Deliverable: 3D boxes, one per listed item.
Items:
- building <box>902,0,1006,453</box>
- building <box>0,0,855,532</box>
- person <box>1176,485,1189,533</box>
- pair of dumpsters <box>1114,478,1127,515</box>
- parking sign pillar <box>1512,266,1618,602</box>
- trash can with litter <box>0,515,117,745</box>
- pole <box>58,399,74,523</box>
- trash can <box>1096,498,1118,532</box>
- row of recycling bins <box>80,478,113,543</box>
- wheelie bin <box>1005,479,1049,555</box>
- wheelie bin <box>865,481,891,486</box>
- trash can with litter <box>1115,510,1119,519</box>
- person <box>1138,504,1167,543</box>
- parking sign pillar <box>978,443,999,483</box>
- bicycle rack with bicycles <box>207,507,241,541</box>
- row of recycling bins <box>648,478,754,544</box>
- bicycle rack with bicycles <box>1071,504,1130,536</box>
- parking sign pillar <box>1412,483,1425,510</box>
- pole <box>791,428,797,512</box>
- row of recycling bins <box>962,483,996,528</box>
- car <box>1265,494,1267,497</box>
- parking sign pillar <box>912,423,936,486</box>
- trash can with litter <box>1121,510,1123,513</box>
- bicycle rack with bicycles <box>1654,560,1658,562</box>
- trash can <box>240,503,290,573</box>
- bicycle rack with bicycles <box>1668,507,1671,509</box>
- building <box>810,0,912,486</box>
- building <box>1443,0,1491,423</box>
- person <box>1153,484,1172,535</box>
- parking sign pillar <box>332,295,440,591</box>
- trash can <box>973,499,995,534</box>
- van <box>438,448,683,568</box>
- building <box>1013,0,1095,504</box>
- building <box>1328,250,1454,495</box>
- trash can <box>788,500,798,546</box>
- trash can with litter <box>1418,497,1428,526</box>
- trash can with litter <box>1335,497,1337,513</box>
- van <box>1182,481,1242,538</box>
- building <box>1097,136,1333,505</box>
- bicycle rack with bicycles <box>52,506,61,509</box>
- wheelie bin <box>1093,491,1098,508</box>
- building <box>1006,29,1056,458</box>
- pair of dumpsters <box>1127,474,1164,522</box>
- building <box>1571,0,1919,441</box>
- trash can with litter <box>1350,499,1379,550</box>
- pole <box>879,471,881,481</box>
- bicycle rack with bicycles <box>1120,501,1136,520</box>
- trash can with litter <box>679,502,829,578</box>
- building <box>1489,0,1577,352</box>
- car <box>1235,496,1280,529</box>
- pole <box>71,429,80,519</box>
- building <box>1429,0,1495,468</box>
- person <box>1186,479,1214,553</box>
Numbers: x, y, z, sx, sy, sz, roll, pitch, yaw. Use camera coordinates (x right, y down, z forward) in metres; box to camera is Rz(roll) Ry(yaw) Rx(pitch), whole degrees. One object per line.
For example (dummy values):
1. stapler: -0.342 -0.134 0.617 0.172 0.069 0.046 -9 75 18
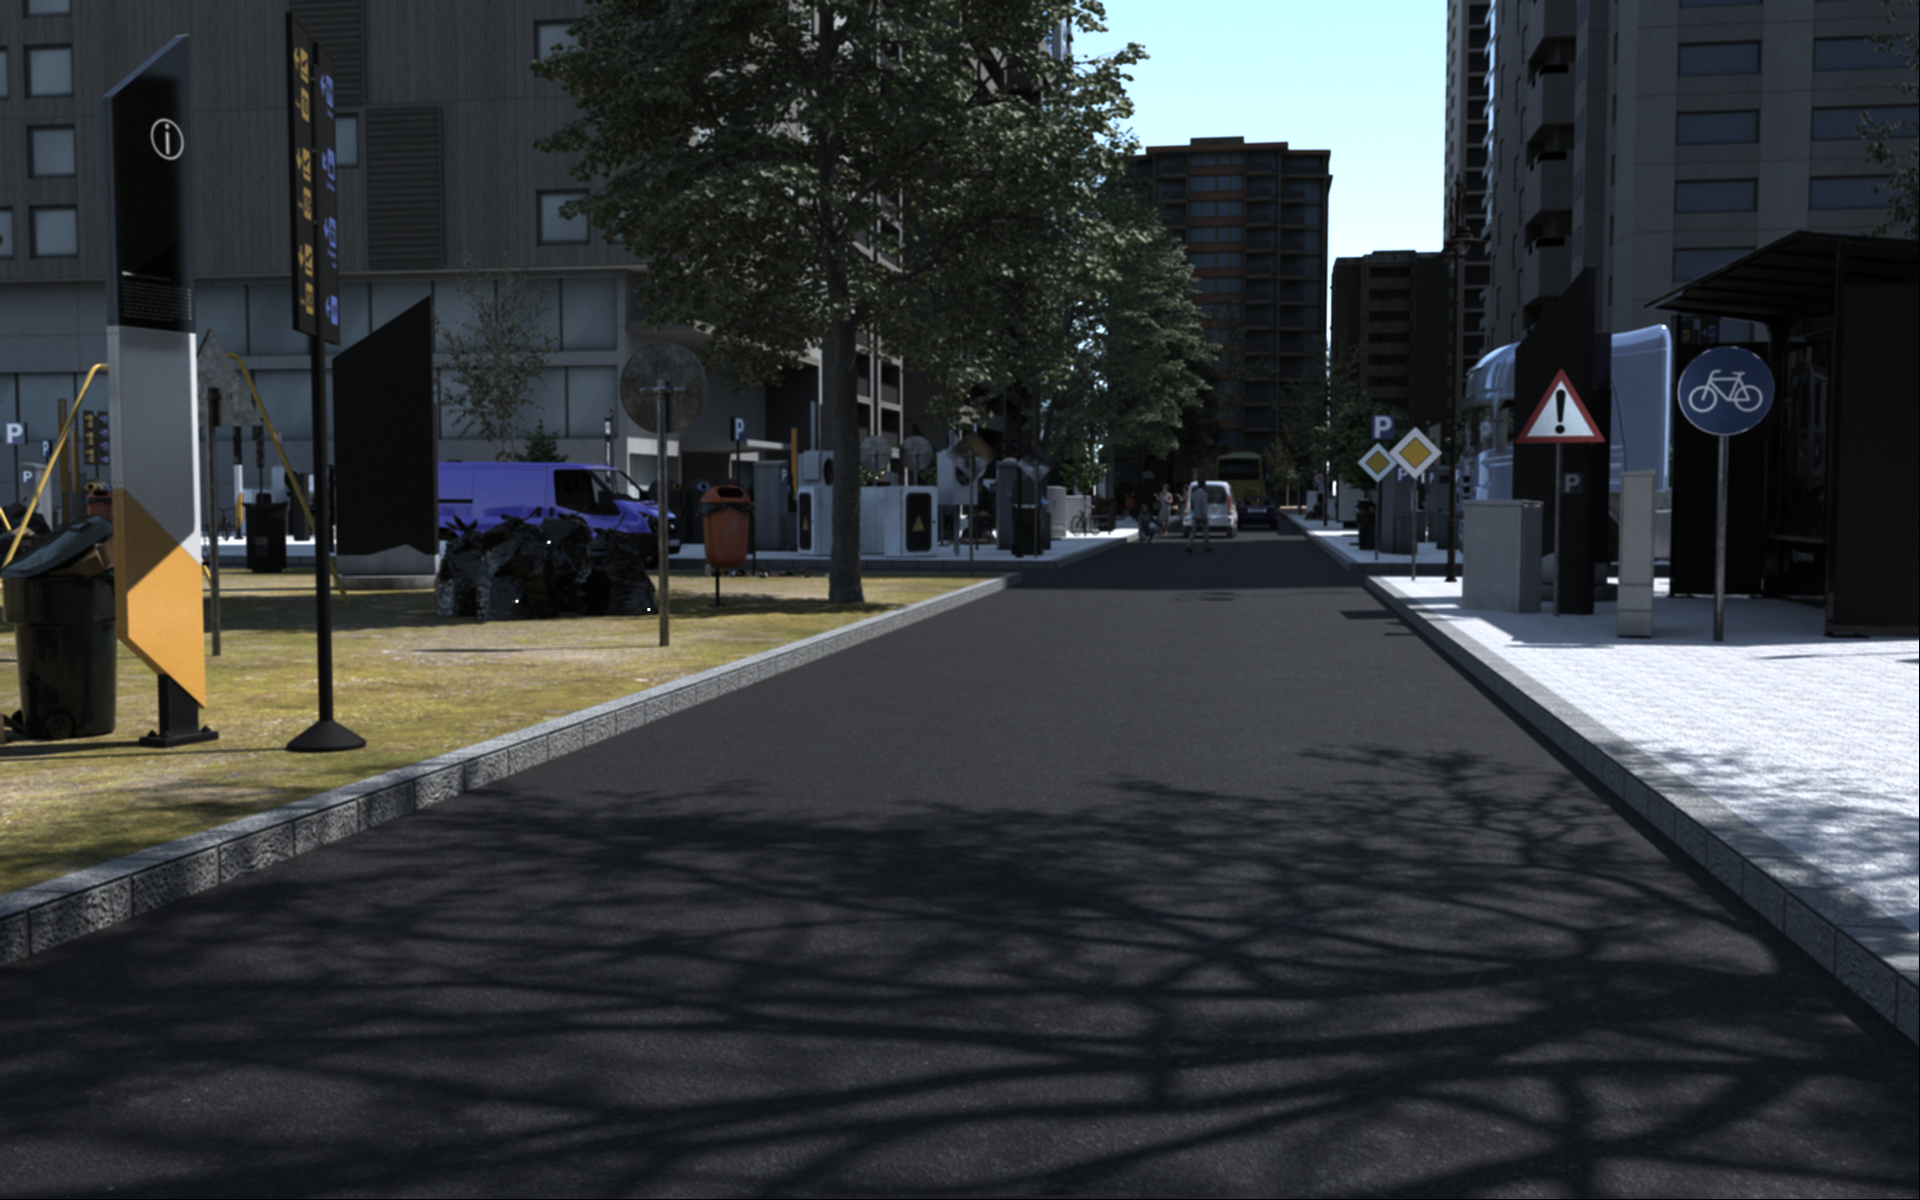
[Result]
1. building: -8.751 -30.563 123.408 21.300 48.544 21.600 1 4 10
2. building: -19.791 -29.368 69.401 28.713 52.752 27.495 1 4 10
3. person: 8.214 -3.366 63.894 0.532 1.782 0.716 -1 4 -16
4. pair of dumpsters: 9.941 -6.241 104.534 1.574 2.255 4.437 1 4 10
5. parking sign pillar: 7.360 -2.003 21.217 1.447 3.967 1.447 -1 4 -20
6. trash can with litter: -4.860 0.146 9.002 0.624 1.170 1.055 3 4 36
7. pole: -19.302 -2.660 37.326 0.158 3.312 0.155 0 3 0
8. trash can: 5.042 -2.927 59.502 0.748 1.137 0.748 0 3 0
9. row of recycling bins: -21.416 -2.310 44.889 3.534 1.692 1.069 2 4 26
10. wheelie bin: 1.433 -1.758 36.644 0.980 1.594 0.693 1 4 16
11. wheelie bin: -2.022 -2.180 43.545 0.980 1.594 0.693 -1 4 -19
12. trash can with litter: 7.124 -4.409 83.482 0.624 1.170 1.055 1 4 23
13. person: 5.555 -2.239 50.607 1.012 1.151 0.738 -1 4 -15
14. parking sign pillar: 1.510 -6.151 89.047 1.447 3.967 1.447 -3 5 -41
15. bicycle rack with bicycles: -21.042 -2.085 47.476 2.852 0.926 2.925 -1 4 -11
16. row of recycling bins: -6.386 -2.320 45.052 3.534 1.692 1.069 -2 4 -29
17. bicycle rack with bicycles: 3.287 -2.474 53.828 2.852 0.926 2.925 2 4 31
18. parking sign pillar: 19.741 -5.330 75.612 1.447 3.967 1.447 -1 4 -20
19. pole: -5.125 -3.653 53.573 0.158 3.312 0.155 0 3 0
20. row of recycling bins: 1.699 -3.543 65.039 3.534 1.692 1.069 3 5 45
21. car: 19.752 -6.666 117.667 2.281 1.827 5.304 0 4 8
22. parking sign pillar: -1.351 -4.786 66.716 1.447 3.967 1.447 2 4 28
23. trash can with litter: 10.001 -5.968 108.964 0.624 1.170 1.055 1 4 17
24. bicycle rack with bicycles: 12.142 -1.228 33.461 2.925 0.926 2.852 2 4 30
25. trash can: -11.305 -1.013 28.215 0.748 1.137 0.748 0 3 0
26. bicycle rack with bicycles: 18.628 -2.050 46.906 2.925 0.926 2.852 2 4 35
27. building: -16.371 -44.442 164.885 20.611 71.187 20.563 1 4 10
28. building: 69.405 -47.033 207.246 20.611 71.187 20.563 1 4 10
29. person: 6.992 -3.136 60.127 0.716 1.782 0.532 2 4 31
30. parking sign pillar: -7.822 -2.149 23.612 1.447 3.967 1.447 -1 4 -9
31. trash can: 0.577 -2.162 46.994 0.748 1.137 0.748 0 3 0
32. van: -7.919 -1.750 32.992 5.245 2.365 2.240 1 4 11
33. building: 1.297 -55.407 218.574 31.000 86.520 22.319 1 4 10
34. building: 51.711 -26.685 207.998 14.107 30.474 14.160 1 4 10
35. trash can: -3.767 -1.801 41.102 0.748 1.137 0.748 0 3 0
36. trash can with litter: 18.218 -3.487 68.398 0.624 1.170 1.055 -2 4 -28
37. trash can with litter: 18.385 -4.344 82.413 1.055 1.170 0.624 2 4 33
38. van: 8.357 -3.098 57.671 2.013 2.044 4.112 1 4 11
39. building: 31.117 -34.290 215.272 28.867 44.769 22.147 1 4 10
40. bicycle rack with bicycles: -52.989 -5.197 98.350 2.925 0.926 2.852 -1 4 -17
41. wheelie bin: 7.286 -4.995 89.583 0.693 1.594 0.980 -1 4 -10
42. building: 1.321 -31.546 165.883 14.200 45.320 14.600 1 4 10
43. pair of dumpsters: 8.836 -4.771 80.506 1.574 2.255 4.437 1 4 10
44. building: 42.803 -33.428 88.551 21.231 58.520 28.212 1 4 10
45. trash can with litter: 9.541 -1.738 39.811 1.055 1.170 0.624 -2 4 -33
46. pole: -3.059 -4.361 65.149 0.158 3.312 0.155 0 3 0
47. bicycle rack with bicycles: 7.379 -4.424 85.716 2.925 0.926 2.852 1 4 23
48. trash can with litter: -3.099 -0.969 26.894 2.233 1.210 1.678 1 4 13
49. building: 51.816 -32.325 117.755 28.713 52.752 27.495 1 4 10
50. car: 12.241 -3.604 71.499 1.945 1.354 3.894 1 4 9
51. pole: -27.884 -3.716 54.601 0.158 3.312 0.155 0 3 0
52. building: 53.594 -51.059 147.488 22.319 86.520 31.000 1 4 10
53. person: 5.865 -2.059 42.432 0.850 1.792 0.678 -3 5 -41
